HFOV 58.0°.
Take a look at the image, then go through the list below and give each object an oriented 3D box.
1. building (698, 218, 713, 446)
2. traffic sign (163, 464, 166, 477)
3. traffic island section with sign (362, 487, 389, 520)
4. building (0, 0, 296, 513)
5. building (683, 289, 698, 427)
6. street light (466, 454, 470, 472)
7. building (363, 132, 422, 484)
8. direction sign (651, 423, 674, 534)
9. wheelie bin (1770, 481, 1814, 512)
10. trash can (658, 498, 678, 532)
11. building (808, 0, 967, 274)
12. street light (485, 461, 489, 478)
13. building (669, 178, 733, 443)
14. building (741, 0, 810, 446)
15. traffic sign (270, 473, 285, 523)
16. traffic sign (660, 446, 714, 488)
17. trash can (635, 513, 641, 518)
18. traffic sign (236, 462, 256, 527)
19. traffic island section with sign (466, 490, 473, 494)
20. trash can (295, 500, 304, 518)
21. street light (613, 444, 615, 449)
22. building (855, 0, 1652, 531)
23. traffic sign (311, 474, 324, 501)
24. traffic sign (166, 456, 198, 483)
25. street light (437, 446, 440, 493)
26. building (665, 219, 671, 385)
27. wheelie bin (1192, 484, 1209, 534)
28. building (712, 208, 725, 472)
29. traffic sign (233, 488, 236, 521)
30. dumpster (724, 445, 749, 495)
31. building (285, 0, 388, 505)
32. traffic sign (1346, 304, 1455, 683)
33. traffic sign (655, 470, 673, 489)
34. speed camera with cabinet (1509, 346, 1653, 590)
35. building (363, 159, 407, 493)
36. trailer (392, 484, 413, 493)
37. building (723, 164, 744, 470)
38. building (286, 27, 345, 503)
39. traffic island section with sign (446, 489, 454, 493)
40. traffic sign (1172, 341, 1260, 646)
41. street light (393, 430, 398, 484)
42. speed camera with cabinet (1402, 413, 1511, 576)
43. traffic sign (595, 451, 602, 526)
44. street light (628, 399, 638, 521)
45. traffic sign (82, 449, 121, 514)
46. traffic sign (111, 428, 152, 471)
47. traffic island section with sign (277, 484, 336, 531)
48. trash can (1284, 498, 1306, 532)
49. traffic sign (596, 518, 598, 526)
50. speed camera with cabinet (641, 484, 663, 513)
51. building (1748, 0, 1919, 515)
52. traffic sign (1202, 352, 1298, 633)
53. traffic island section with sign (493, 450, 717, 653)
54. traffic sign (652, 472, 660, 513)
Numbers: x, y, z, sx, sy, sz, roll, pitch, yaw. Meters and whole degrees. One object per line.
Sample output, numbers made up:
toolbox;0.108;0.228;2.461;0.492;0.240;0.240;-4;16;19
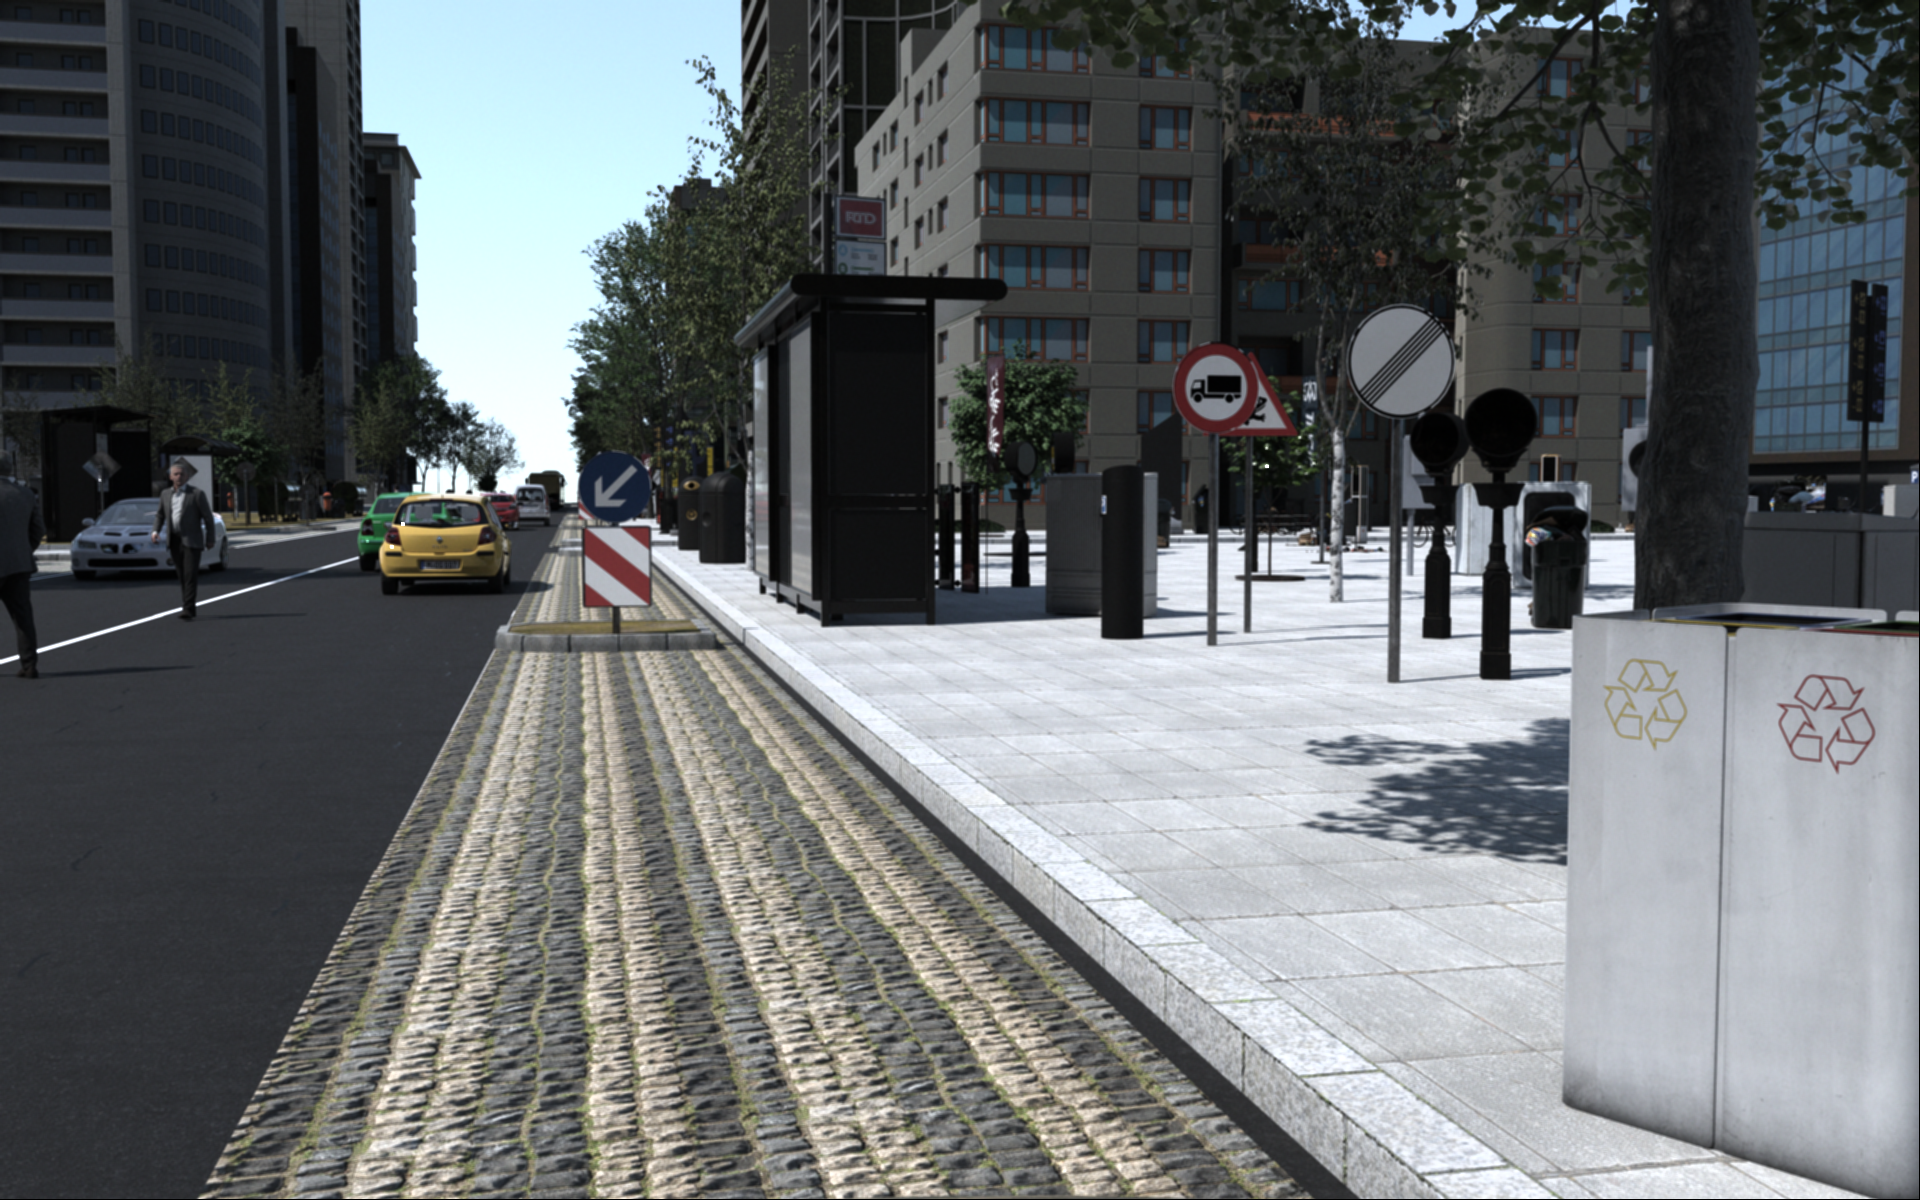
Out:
building;-19.694;-25.137;182.693;14.160;30.474;14.107;-1;4;-12
traffic sign;-30.326;-4.077;66.764;0.768;2.556;0.104;0;4;-4
traffic island section with sign;-31.305;-5.221;93.986;1.989;1.847;2.006;-1;4;-12
building;-62.729;-35.795;127.243;21.231;58.520;28.212;-1;4;-12
building;-30.055;-28.160;232.120;14.160;30.474;14.107;-1;4;-12
street light;-57.218;-14.007;201.806;0.468;5.910;1.993;-1;4;-12
building;-94.333;-40.636;253.642;28.713;52.752;27.495;-1;4;-12
direction sign;-9.509;-3.893;55.655;0.876;3.537;0.379;2;4;35
wheelie bin;19.431;-1.994;40.515;0.980;1.594;0.693;3;4;36
trash can;-9.724;-2.828;57.886;0.748;1.137;0.748;0;3;0
building;-0.617;-41.288;113.315;20.563;71.187;20.611;-1;4;-12
street light;-65.460;-16.319;239.598;0.468;5.910;1.993;-1;4;-12
building;-33.746;-36.429;245.717;14.600;45.320;14.200;-1;4;-12
building;-5.653;-31.448;137.869;21.300;48.544;21.600;-1;4;-12
traffic sign;-30.267;-4.683;76.675;0.768;2.556;0.104;0;4;-7
traffic sign;-11.602;-4.881;73.674;2.265;3.308;0.079;-1;4;-11
trash can;-17.191;-4.894;91.664;0.748;1.137;0.748;0;3;0
traffic sign;-28.147;-4.170;68.279;0.768;2.556;0.104;0;4;-3
traffic island section with sign;-48.155;-9.883;170.216;1.989;1.847;2.006;-1;4;-12
trash can;-35.859;-5.052;94.253;0.748;1.137;0.748;0;3;0
street light;-24.269;-9.094;121.467;0.468;5.910;1.993;-1;4;-12
building;11.835;-14.154;76.458;28.899;21.520;27.650;-1;4;-12
traffic sign;-40.057;-6.602;108.044;0.768;2.556;0.104;0;4;-8
traffic sign;-20.701;-2.599;46.128;0.795;2.450;0.064;-1;4;-12
street light;-47.641;-11.340;158.193;0.468;5.910;1.993;-1;4;-12
building;-34.229;-37.509;267.897;22.147;44.769;28.867;-1;4;-12
wheelie bin;7.846;-2.928;55.788;0.693;1.594;0.980;0;4;-1
building;-16.164;-24.290;168.834;14.160;30.474;14.107;-1;4;-12
traffic sign;-34.466;-5.023;82.229;0.768;2.556;0.104;0;4;-8
dumpster;-4.215;-2.024;35.585;1.502;2.255;1.985;-1;4;-12
building;-83.029;-47.541;215.539;20.563;71.187;20.611;-1;4;-12
traffic sign;2.953;-0.710;11.716;0.768;2.556;0.104;-1;4;-9
traffic sign;-17.915;-6.734;103.968;2.265;3.308;0.079;-1;4;-9
speed camera with cabinet;8.528;-1.770;23.279;2.038;3.252;0.660;1;4;19
building;-83.078;-35.736;234.398;14.600;45.320;14.200;-1;4;-12
trailer;-32.612;-5.758;101.191;1.471;1.999;3.904;-1;4;-13
building;-13.143;-23.448;155.080;14.160;30.474;14.107;-1;4;-12
building;-68.925;-31.784;169.779;14.600;45.320;14.200;-1;4;-12
traffic island section with sign;-42.338;-8.273;143.893;1.989;1.847;2.006;-1;4;-12
traffic sign;2.134;-0.885;14.583;0.768;2.556;0.104;-1;4;-12
street light;-39.407;-9.063;120.972;0.468;5.910;1.993;-1;4;-12
speed camera with cabinet;7.875;-2.016;27.291;2.038;3.252;0.660;0;4;-4
traffic sign;-8.432;-2.262;40.632;0.795;2.450;0.064;-1;4;-12
street light;-15.671;-6.751;83.168;0.468;5.910;1.993;-1;4;-12
traffic sign;-18.978;-2.122;38.331;0.795;2.450;0.064;-1;4;-12
traffic sign;-25.981;-3.626;53.151;2.265;3.308;0.079;0;4;-4
traffic island section with sign;-25.494;-3.611;67.662;1.989;1.847;2.006;-1;4;-12
trash can;11.454;-2.912;59.263;0.748;1.137;0.748;0;3;0
traffic sign;-10.156;-2.739;48.429;0.795;2.450;0.064;-1;4;-12
speed camera with cabinet;-18.432;-6.623;102.616;2.038;3.252;0.660;1;4;10
building;45.038;-26.144;77.569;14.200;45.320;14.600;-1;4;-12
traffic sign;2.659;-0.975;15.951;0.884;2.594;0.081;0;4;-4
traffic island section with sign;-3.406;-0.483;16.518;1.989;1.847;2.006;-1;4;-12
traffic sign;-17.723;-6.170;100.986;0.768;2.556;0.104;-1;4;-11
